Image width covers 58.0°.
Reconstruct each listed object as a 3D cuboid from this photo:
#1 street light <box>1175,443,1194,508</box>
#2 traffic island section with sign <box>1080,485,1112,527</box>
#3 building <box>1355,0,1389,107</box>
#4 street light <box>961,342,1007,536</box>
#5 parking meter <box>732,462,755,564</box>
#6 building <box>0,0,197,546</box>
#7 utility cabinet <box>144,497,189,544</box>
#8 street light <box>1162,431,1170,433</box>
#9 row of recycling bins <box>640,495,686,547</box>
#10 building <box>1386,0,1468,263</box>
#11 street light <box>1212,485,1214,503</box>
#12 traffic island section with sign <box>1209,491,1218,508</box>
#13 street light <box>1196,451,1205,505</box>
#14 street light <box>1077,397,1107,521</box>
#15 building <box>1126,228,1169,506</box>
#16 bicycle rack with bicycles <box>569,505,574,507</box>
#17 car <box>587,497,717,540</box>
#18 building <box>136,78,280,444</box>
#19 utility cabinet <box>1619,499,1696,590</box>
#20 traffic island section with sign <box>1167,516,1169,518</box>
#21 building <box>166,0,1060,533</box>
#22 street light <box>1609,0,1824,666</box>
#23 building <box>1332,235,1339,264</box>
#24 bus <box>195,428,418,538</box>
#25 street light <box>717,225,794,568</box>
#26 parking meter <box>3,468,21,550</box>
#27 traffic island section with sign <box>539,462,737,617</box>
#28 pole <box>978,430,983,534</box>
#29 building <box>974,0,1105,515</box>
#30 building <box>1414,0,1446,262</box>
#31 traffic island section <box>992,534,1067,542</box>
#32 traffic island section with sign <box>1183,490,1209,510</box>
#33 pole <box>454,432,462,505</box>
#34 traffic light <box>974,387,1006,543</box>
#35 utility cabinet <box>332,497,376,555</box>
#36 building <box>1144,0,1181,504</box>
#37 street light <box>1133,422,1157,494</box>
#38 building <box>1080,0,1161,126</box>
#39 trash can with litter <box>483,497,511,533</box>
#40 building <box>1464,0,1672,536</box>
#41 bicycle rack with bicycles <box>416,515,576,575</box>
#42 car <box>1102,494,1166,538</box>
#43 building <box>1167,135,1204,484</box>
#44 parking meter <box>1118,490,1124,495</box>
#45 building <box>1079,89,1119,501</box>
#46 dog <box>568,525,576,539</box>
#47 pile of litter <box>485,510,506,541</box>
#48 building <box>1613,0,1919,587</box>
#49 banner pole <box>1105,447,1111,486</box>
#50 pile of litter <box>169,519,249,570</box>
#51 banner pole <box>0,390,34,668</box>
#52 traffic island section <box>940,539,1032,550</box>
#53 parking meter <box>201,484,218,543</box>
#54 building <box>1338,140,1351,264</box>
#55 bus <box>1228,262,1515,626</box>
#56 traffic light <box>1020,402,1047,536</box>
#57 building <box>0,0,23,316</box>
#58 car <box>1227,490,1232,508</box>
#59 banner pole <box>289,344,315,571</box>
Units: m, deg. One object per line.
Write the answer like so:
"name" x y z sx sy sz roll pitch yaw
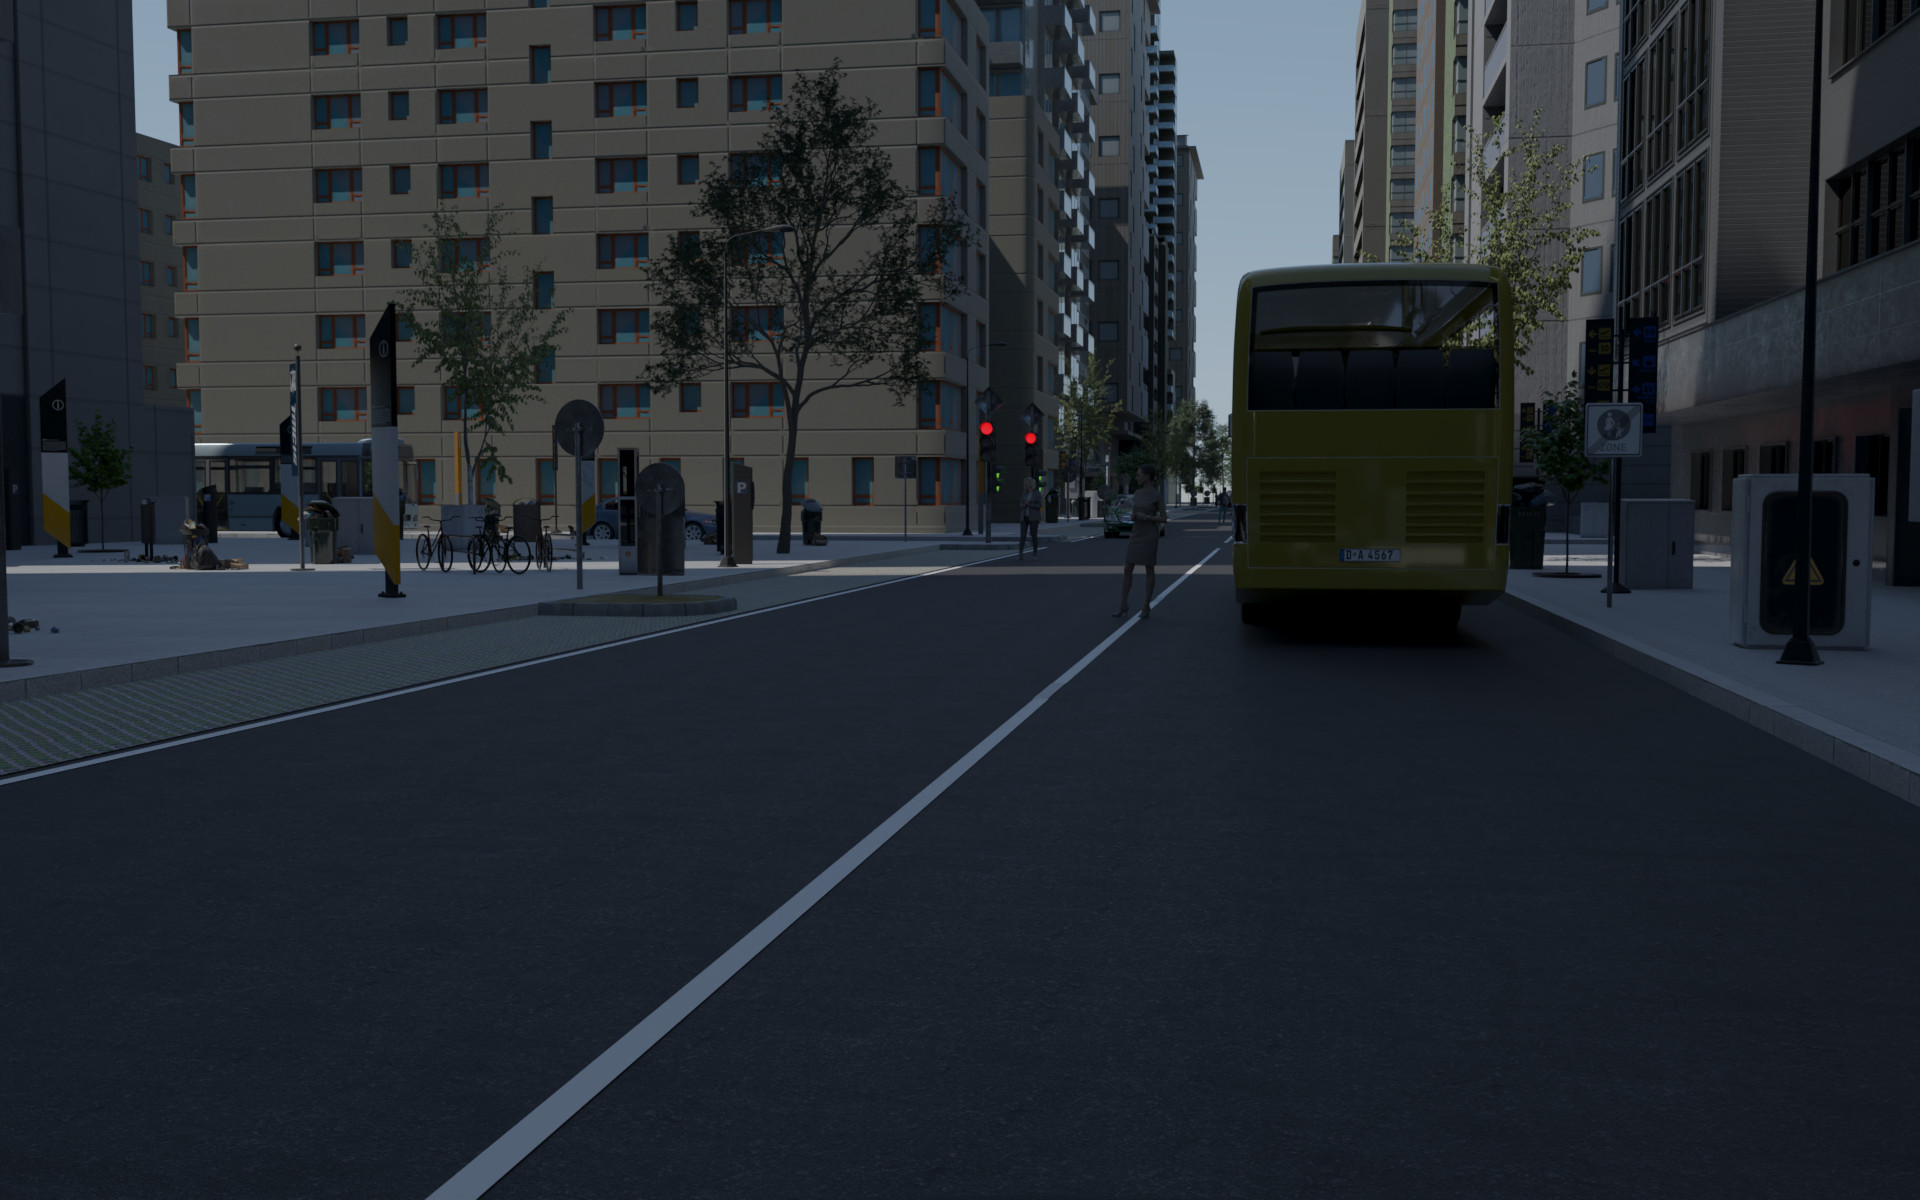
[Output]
"street light" 20.282 -11.343 157.994 1.470 5.913 1.316 1 4 11
"traffic island section with sign" 6.301 -4.075 75.248 1.989 1.847 2.006 1 4 11
"building" 46.453 -32.481 154.766 21.300 48.544 21.600 1 4 11
"street light" 0.760 -4.936 53.245 1.470 5.913 1.316 1 4 11
"parking meter" -3.953 -1.584 31.615 0.399 1.863 0.255 0 4 0
"building" -33.725 -36.747 39.059 20.611 71.187 20.563 1 4 11
"utility cabinet" -20.228 -2.020 44.185 1.020 1.237 0.306 0 4 -3
"street light" 14.877 -9.537 128.472 1.470 5.913 1.316 1 4 11
"row of recycling bins" -7.318 -2.111 41.634 1.069 1.692 3.534 -1 4 -22
"building" 40.858 -27.749 137.289 14.154 41.232 14.086 1 4 11
"street light" 30.073 -14.537 210.222 1.470 5.913 1.316 1 4 11
"traffic island section with sign" 25.432 -10.348 177.814 1.989 1.847 2.006 1 4 11
"street light" 25.800 -13.134 187.273 1.470 5.913 1.316 1 4 11
"street light" 6.380 -6.777 83.337 1.470 5.913 1.316 1 4 11
"building" 14.996 -25.432 187.510 14.160 30.474 14.107 1 4 11
"bicycle rack with bicycles" -11.604 -2.665 56.955 2.852 0.926 2.925 0 4 -3
"car" -8.861 -2.339 50.250 4.499 1.417 2.014 1 4 12
"building" -53.975 -14.557 83.046 28.899 21.520 27.650 1 4 11
"utility cabinet" 9.400 -0.750 23.428 1.020 1.237 0.306 -1 4 -11
"traffic island section with sign" 11.274 -5.704 101.893 1.989 1.847 2.006 1 4 11
"building" -11.421 -13.911 72.480 27.650 21.520 28.899 1 4 11
"street light" 5.825 -2.476 13.029 1.470 5.913 1.316 1 4 11
"building" 65.426 -36.028 272.644 14.154 41.232 14.086 1 4 11
"bus" -22.639 -3.598 53.689 13.247 3.499 2.948 1 4 12
"street light" -3.546 -3.523 30.138 1.470 5.913 1.316 1 4 11
"parking meter" -21.661 -2.068 39.524 0.255 1.863 0.399 0 4 4
"traffic island section with sign" -3.811 -0.761 21.071 1.989 1.847 2.006 1 4 11
"pole" 0.665 -3.765 55.408 0.158 3.312 0.155 0 3 0
"building" -3.495 -29.897 108.420 23.786 49.044 30.456 1 4 11
"building" 34.343 -27.612 101.569 14.600 45.320 14.200 1 4 11
"traffic island section" 2.185 -1.891 53.203 2.009 0.180 2.903 1 4 11
"traffic island section with sign" 20.486 -8.727 151.315 1.989 1.847 2.006 1 4 11
"pole" -16.480 -3.858 56.921 0.158 3.312 0.155 0 3 0
"traffic light" 0.759 -3.443 45.211 0.839 4.253 0.868 1 4 11
"utility cabinet" -12.812 -1.569 36.814 1.020 1.237 0.306 1 4 13
"building" 18.582 -56.010 228.433 22.319 86.520 31.000 1 4 11
"street light" 11.854 -8.564 112.568 1.470 5.913 1.316 1 4 11
"building" 4.022 -35.370 167.537 28.713 52.752 27.495 1 4 11
"trash can with litter" -15.231 -2.794 57.077 1.055 1.170 0.624 2 4 32
"building" 32.683 -31.559 57.988 28.212 58.520 21.231 1 4 11
"bicycle rack with bicycles" -7.506 -0.932 28.625 2.852 0.926 2.925 -2 4 -31
"car" 5.890 -2.832 58.099 2.131 1.459 4.920 1 4 10
"building" 21.366 -40.993 259.470 28.713 52.752 27.495 1 4 11
"parking meter" 10.279 -6.248 110.559 0.372 1.533 0.369 0 3 0
"building" -2.303 -27.546 142.265 32.217 40.220 23.993 1 4 11
"dog" -11.402 -1.976 51.601 0.406 0.507 0.540 1 4 10
"pile of litter" -13.058 -2.053 47.539 1.176 0.858 1.719 -2 4 -32
"building" 18.719 -12.465 22.870 14.314 24.678 30.058 1 4 11
"banner pole" 7.976 -6.318 93.314 0.401 3.779 0.863 -1 4 -16
"pile of litter" -12.875 -0.960 29.669 1.176 0.858 1.719 -3 4 -36
"banner pole" -7.356 -1.403 12.964 0.863 3.779 0.401 2 4 30
"traffic island section" 0.721 -1.411 45.353 2.009 0.180 2.903 1 4 11
"parking meter" -19.649 -2.259 45.338 0.372 1.533 0.369 0 3 0
"building" 60.012 -36.700 223.753 21.300 48.544 21.600 1 4 11
"bus" 4.758 -1.850 21.796 2.896 3.916 12.252 1 4 9
"traffic light" 2.223 -3.923 53.061 0.839 4.253 0.868 1 4 11
"building" -23.956 -23.827 9.180 23.786 49.044 30.456 1 4 11
"car" 24.357 -8.831 153.052 2.281 1.827 5.304 1 4 9
"banner pole" -11.156 -2.393 29.143 0.401 3.779 0.863 -2 4 -33
